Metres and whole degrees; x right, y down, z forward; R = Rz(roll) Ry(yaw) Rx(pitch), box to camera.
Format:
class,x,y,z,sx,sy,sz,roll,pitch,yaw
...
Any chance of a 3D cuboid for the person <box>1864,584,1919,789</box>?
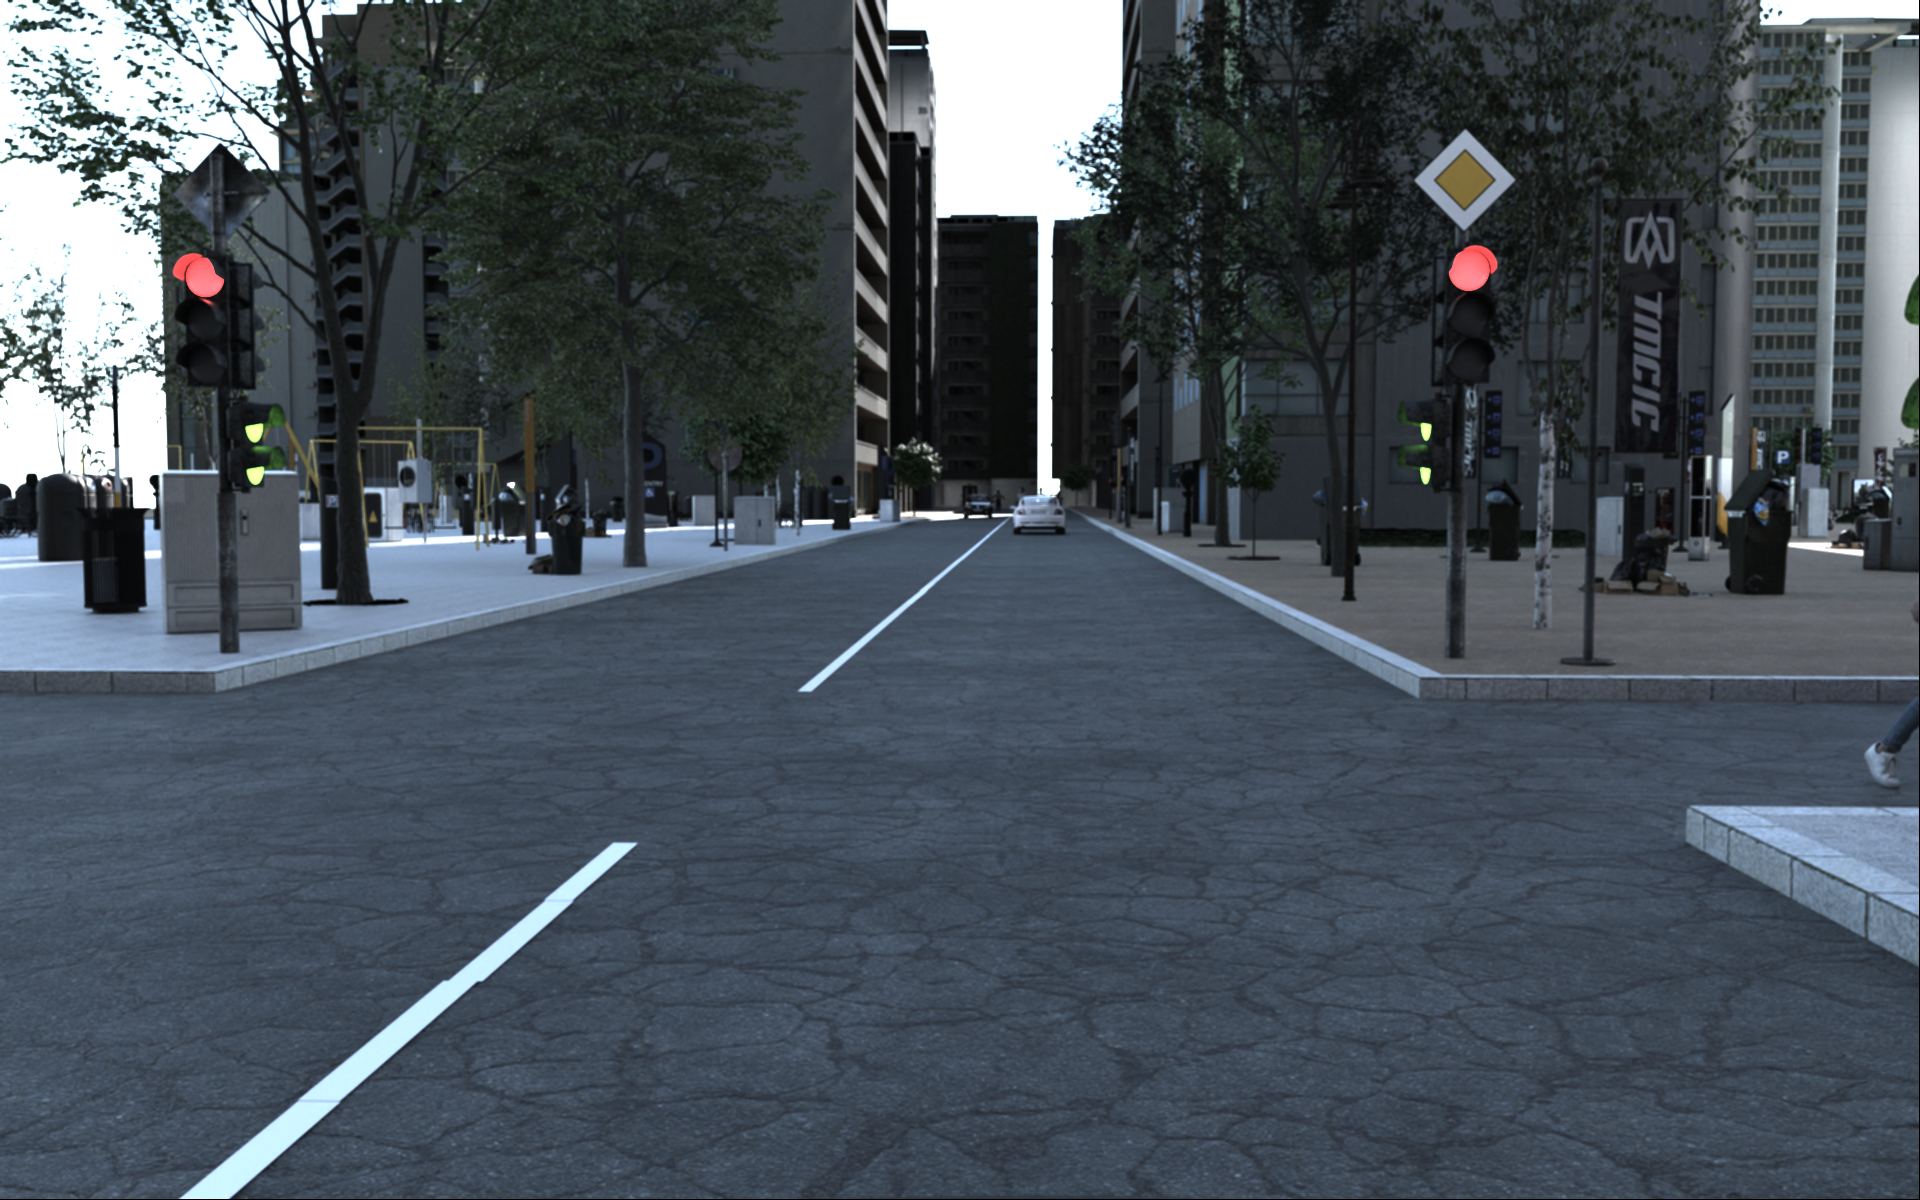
class,x,y,z,sx,sy,sz,roll,pitch,yaw
person,4.716,0.050,8.363,0.598,1.740,0.731,3,5,39

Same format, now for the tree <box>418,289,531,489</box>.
class,x,y,z,sx,sy,sz,roll,pitch,yaw
tree,-17.715,-6.878,62.819,4.360,8.622,3.978,0,3,0

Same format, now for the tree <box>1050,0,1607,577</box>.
class,x,y,z,sx,sy,sz,roll,pitch,yaw
tree,5.880,-5.662,26.981,8.767,10.594,7.601,-1,4,-10

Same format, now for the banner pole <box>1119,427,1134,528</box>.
class,x,y,z,sx,sy,sz,roll,pitch,yaw
banner pole,6.382,-4.568,64.704,0.401,3.779,0.863,-1,4,-12

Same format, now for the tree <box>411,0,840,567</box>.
class,x,y,z,sx,sy,sz,roll,pitch,yaw
tree,-6.145,-6.867,30.409,7.486,12.596,7.792,0,3,0

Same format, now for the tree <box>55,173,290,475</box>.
class,x,y,z,sx,sy,sz,roll,pitch,yaw
tree,-17.355,-5.469,39.784,4.360,8.622,3.978,0,3,0

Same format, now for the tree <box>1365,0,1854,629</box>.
class,x,y,z,sx,sy,sz,roll,pitch,yaw
tree,5.782,-4.027,16.198,4.360,8.622,3.978,0,3,0

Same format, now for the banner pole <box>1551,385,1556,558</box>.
class,x,y,z,sx,sy,sz,roll,pitch,yaw
banner pole,12.151,-2.759,35.123,0.863,3.779,0.401,-2,4,-29

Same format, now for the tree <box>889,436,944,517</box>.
class,x,y,z,sx,sy,sz,roll,pitch,yaw
tree,-2.623,-6.988,97.968,4.285,4.588,4.351,0,3,0

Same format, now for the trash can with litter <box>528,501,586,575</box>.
class,x,y,z,sx,sy,sz,roll,pitch,yaw
trash can with litter,-6.485,-0.996,27.669,1.055,1.170,0.624,2,4,33

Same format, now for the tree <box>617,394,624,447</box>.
class,x,y,z,sx,sy,sz,roll,pitch,yaw
tree,-17.953,-8.188,84.243,4.737,8.622,4.395,0,3,0

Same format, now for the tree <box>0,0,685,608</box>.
class,x,y,z,sx,sy,sz,roll,pitch,yaw
tree,-7.030,-5.763,19.982,9.928,11.665,9.643,0,3,0

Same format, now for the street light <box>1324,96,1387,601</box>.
class,x,y,z,sx,sy,sz,roll,pitch,yaw
street light,4.683,-2.929,20.673,0.468,5.910,1.993,0,4,3

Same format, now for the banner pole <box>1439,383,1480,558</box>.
class,x,y,z,sx,sy,sz,roll,pitch,yaw
banner pole,10.025,-2.733,34.708,0.401,3.779,0.863,-3,4,-37

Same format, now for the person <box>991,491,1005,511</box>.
class,x,y,z,sx,sy,sz,roll,pitch,yaw
person,3.163,-8.314,145.142,1.217,1.736,0.721,-1,4,-12

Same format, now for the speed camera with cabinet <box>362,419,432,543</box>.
class,x,y,z,sx,sy,sz,roll,pitch,yaw
speed camera with cabinet,-14.902,-3.144,45.739,2.038,3.252,0.660,2,4,28

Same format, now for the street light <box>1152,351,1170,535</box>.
class,x,y,z,sx,sy,sz,roll,pitch,yaw
street light,6.271,-4.979,54.187,0.468,5.910,1.993,0,4,3

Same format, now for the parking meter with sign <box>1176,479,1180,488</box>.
class,x,y,z,sx,sy,sz,roll,pitch,yaw
parking meter with sign,11.065,-5.464,85.593,0.543,3.016,1.738,-2,4,-29

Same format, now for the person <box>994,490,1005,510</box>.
class,x,y,z,sx,sy,sz,roll,pitch,yaw
person,3.243,-8.405,146.650,1.217,1.736,0.721,-1,4,-9

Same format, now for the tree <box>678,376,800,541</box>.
class,x,y,z,sx,sy,sz,roll,pitch,yaw
tree,-5.960,-3.911,47.655,4.285,4.588,4.351,0,3,0

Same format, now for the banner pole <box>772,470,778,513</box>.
class,x,y,z,sx,sy,sz,roll,pitch,yaw
banner pole,-9.340,-5.960,87.460,0.401,3.779,0.863,1,4,18

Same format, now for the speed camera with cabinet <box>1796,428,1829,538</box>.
class,x,y,z,sx,sy,sz,roll,pitch,yaw
speed camera with cabinet,25.404,-3.502,51.601,0.660,3.252,2.038,1,4,17

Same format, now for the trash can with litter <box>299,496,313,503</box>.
class,x,y,z,sx,sy,sz,roll,pitch,yaw
trash can with litter,-26.285,-3.511,68.467,2.233,1.210,1.678,-3,5,-43

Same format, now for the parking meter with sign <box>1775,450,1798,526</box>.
class,x,y,z,sx,sy,sz,roll,pitch,yaw
parking meter with sign,33.204,-4.478,69.472,0.543,3.016,1.738,3,5,39

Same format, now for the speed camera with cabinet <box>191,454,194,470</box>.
class,x,y,z,sx,sy,sz,roll,pitch,yaw
speed camera with cabinet,-36.970,-5.562,85.282,2.038,3.252,0.660,-1,4,-12

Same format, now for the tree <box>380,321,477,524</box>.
class,x,y,z,sx,sy,sz,roll,pitch,yaw
tree,-22.077,-7.490,72.816,4.737,8.622,4.395,0,3,0

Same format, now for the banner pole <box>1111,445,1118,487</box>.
class,x,y,z,sx,sy,sz,roll,pitch,yaw
banner pole,7.087,-5.402,78.343,0.401,3.779,0.863,3,5,43

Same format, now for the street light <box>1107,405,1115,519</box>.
class,x,y,z,sx,sy,sz,roll,pitch,yaw
street light,7.673,-7.057,88.170,0.468,5.910,1.993,0,4,3

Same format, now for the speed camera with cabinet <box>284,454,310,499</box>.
class,x,y,z,sx,sy,sz,roll,pitch,yaw
speed camera with cabinet,-32.946,-5.597,85.845,2.038,3.252,0.660,3,5,43

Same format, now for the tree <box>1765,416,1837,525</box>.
class,x,y,z,sx,sy,sz,roll,pitch,yaw
tree,35.195,-5.446,72.756,4.285,4.588,4.351,0,3,0

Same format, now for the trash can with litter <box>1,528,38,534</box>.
class,x,y,z,sx,sy,sz,roll,pitch,yaw
trash can with litter,-30.438,-2.744,55.928,2.233,1.210,1.678,0,4,7

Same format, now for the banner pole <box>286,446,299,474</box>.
class,x,y,z,sx,sy,sz,roll,pitch,yaw
banner pole,-34.882,-6.141,90.427,0.863,3.779,0.401,1,4,10

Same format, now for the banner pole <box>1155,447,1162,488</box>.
class,x,y,z,sx,sy,sz,roll,pitch,yaw
banner pole,9.311,-5.570,81.082,0.401,3.779,0.863,2,4,30

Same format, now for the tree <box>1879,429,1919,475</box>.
class,x,y,z,sx,sy,sz,roll,pitch,yaw
tree,27.824,-3.431,50.706,1.663,3.219,1.824,0,3,0

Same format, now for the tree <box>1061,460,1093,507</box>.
class,x,y,z,sx,sy,sz,roll,pitch,yaw
tree,11.176,-11.148,165.984,4.285,4.588,4.351,0,3,0

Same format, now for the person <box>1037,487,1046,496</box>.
class,x,y,z,sx,sy,sz,roll,pitch,yaw
person,3.690,-4.030,75.056,0.731,1.740,0.598,-3,5,-40

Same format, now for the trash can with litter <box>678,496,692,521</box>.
class,x,y,z,sx,sy,sz,roll,pitch,yaw
trash can with litter,-12.704,-4.352,82.218,2.233,1.210,1.678,2,4,30

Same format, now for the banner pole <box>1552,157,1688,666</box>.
class,x,y,z,sx,sy,sz,roll,pitch,yaw
banner pole,4.981,-1.404,12.977,0.863,3.779,0.401,0,4,2

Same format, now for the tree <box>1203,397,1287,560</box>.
class,x,y,z,sx,sy,sz,roll,pitch,yaw
tree,5.876,-2.416,34.095,1.663,3.219,1.824,0,3,0

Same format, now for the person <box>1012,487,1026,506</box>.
class,x,y,z,sx,sy,sz,roll,pitch,yaw
person,2.789,-4.511,82.615,0.716,1.782,0.532,3,5,40

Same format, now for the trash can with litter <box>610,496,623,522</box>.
class,x,y,z,sx,sy,sz,roll,pitch,yaw
trash can with litter,-15.900,-4.197,80.013,0.624,1.170,1.055,-1,4,-17

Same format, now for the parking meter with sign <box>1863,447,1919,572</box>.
class,x,y,z,sx,sy,sz,roll,pitch,yaw
parking meter with sign,15.807,-1.974,28.539,0.543,3.016,1.738,-2,4,-27

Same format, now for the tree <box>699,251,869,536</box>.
class,x,y,z,sx,sy,sz,roll,pitch,yaw
tree,-4.956,-6.302,53.405,4.737,8.622,4.395,0,3,0

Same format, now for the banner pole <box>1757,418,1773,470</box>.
class,x,y,z,sx,sy,sz,roll,pitch,yaw
banner pole,26.636,-4.123,57.421,0.863,3.779,0.401,-1,4,-9

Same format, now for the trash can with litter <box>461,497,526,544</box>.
class,x,y,z,sx,sy,sz,roll,pitch,yaw
trash can with litter,-12.247,-2.097,45.338,1.678,1.210,2.233,-1,4,-14

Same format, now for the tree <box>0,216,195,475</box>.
class,x,y,z,sx,sy,sz,roll,pitch,yaw
tree,-24.031,-5.898,46.790,4.360,8.622,3.978,0,3,0

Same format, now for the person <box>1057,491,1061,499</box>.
class,x,y,z,sx,sy,sz,roll,pitch,yaw
person,9.213,-9.306,161.329,0.621,1.740,0.551,-1,4,-9

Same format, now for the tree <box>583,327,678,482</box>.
class,x,y,z,sx,sy,sz,roll,pitch,yaw
tree,-13.160,-7.351,70.550,4.360,8.622,3.978,0,3,0

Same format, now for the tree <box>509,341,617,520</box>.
class,x,y,z,sx,sy,sz,roll,pitch,yaw
tree,-18.722,-7.871,79.058,4.737,8.622,4.395,0,3,0

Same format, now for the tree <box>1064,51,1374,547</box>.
class,x,y,z,sx,sy,sz,roll,pitch,yaw
tree,6.226,-7.104,41.902,9.928,11.665,9.643,0,3,0
